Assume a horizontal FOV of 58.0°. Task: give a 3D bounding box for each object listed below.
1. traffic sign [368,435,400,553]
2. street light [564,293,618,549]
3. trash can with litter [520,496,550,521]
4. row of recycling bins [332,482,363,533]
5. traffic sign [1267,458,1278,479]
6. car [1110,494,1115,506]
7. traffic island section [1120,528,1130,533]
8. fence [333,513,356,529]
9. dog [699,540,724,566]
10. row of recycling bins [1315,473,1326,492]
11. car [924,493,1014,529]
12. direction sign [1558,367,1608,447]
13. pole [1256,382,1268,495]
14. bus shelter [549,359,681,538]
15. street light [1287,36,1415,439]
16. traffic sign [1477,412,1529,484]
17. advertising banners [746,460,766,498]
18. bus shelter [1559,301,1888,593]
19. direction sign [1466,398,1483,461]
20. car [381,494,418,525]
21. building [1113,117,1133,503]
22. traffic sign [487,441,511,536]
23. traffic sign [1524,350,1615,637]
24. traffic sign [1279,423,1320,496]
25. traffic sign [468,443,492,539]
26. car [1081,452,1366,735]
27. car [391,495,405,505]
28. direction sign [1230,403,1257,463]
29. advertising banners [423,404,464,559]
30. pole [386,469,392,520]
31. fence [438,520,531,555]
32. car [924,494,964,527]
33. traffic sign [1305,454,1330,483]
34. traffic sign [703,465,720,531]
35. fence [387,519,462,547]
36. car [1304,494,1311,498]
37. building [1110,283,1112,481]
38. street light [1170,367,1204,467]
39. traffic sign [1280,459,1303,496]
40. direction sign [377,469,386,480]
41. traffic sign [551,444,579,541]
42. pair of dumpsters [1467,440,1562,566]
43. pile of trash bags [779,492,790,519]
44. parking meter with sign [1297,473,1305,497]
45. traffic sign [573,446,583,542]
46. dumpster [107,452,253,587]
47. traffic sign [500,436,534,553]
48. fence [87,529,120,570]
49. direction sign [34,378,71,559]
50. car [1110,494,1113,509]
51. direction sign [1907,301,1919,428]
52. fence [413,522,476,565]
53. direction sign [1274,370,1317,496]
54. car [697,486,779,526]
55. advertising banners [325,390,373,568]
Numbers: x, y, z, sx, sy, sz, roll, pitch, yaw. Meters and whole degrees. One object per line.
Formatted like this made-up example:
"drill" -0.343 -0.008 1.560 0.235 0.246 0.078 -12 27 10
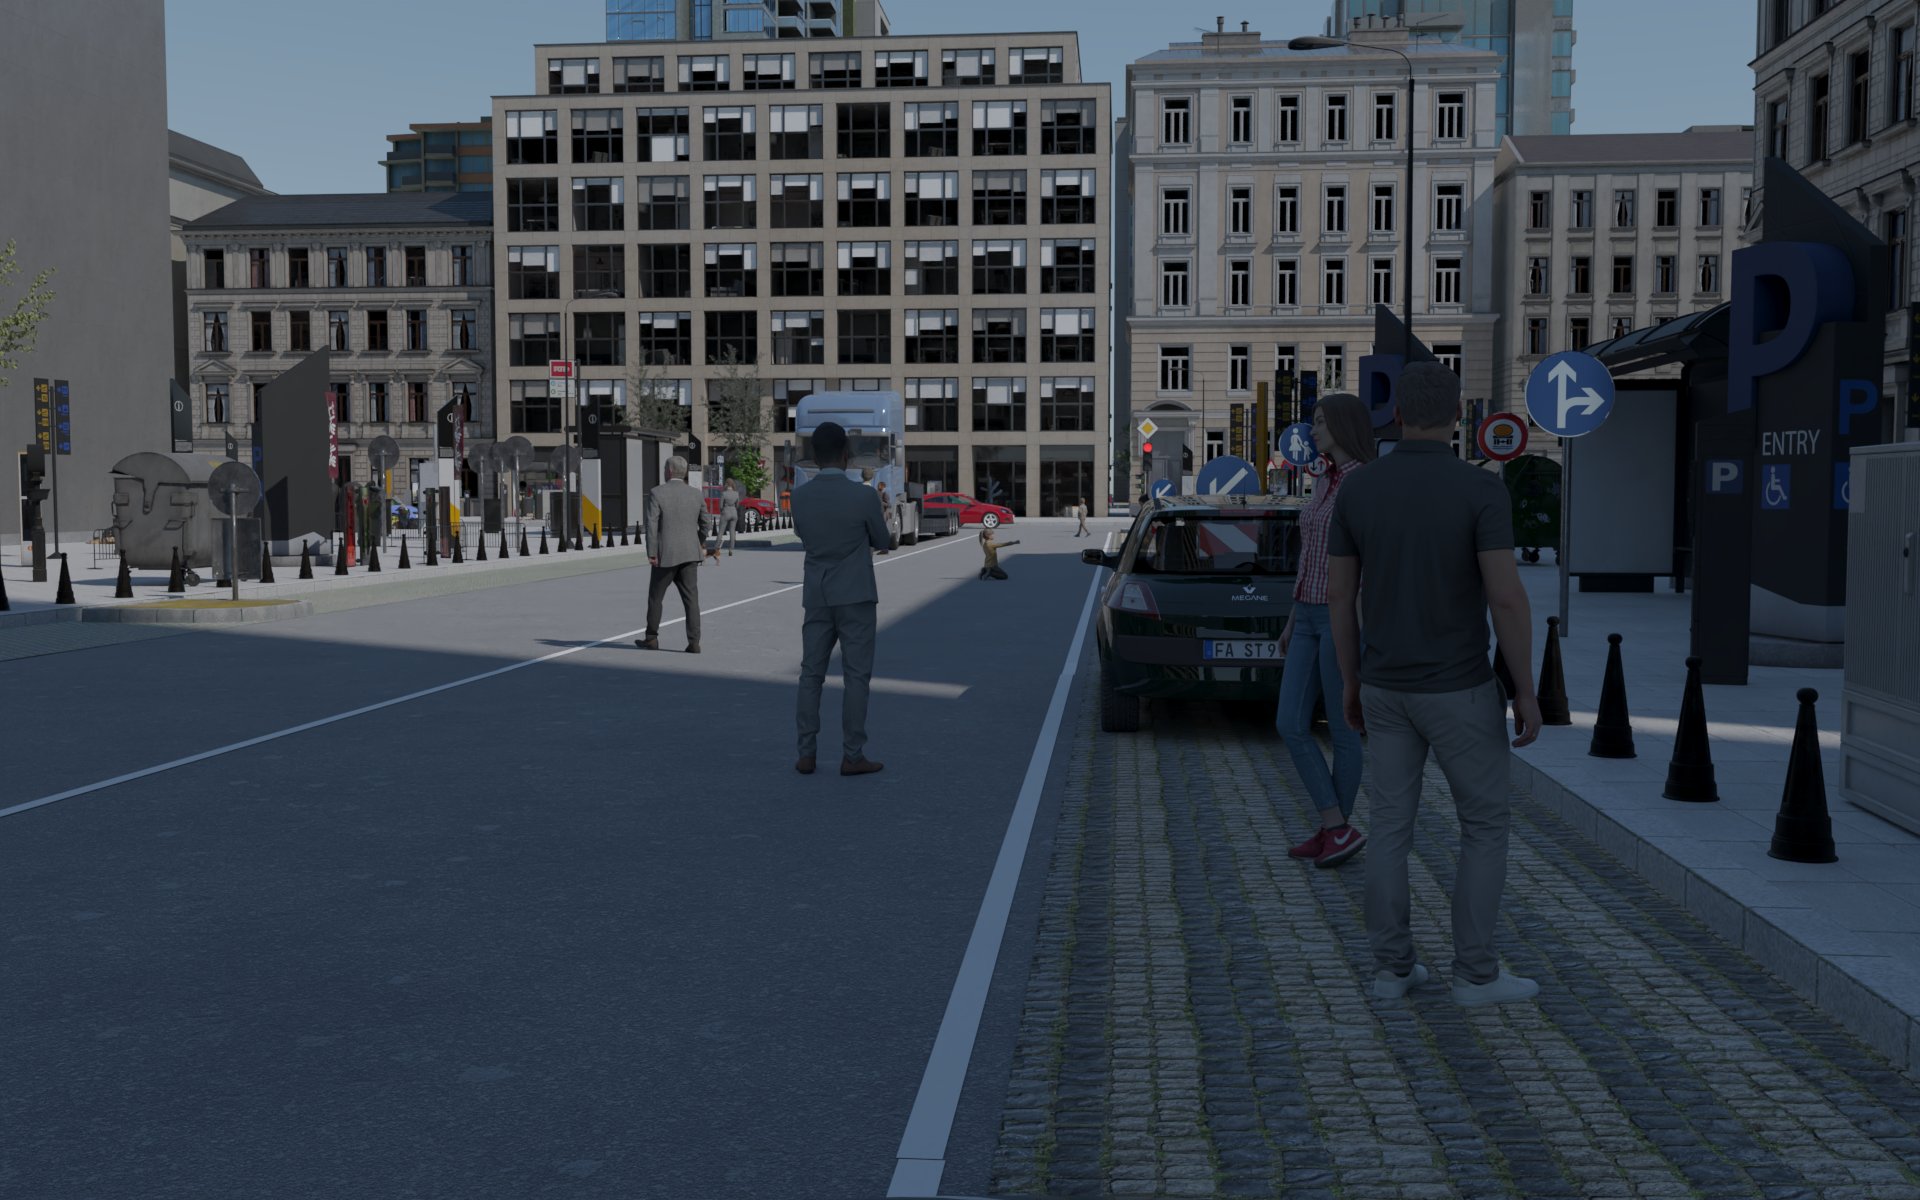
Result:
"traffic sign" -12.470 -2.285 37.463 0.768 2.556 0.104 1 4 13
"street light" -8.579 -4.134 40.136 1.470 5.913 1.316 0 4 5
"trash can with litter" -20.532 -4.464 84.046 2.233 1.210 1.678 -3 4 -37
"row of recycling bins" -21.536 -3.097 57.743 3.534 1.692 1.069 0 4 5
"traffic sign" 11.204 -3.818 62.429 0.884 2.594 0.081 0 4 7
"car" 18.275 -12.614 215.821 1.945 1.707 3.694 0 4 6
"traffic island section" 6.913 -2.539 63.796 2.009 0.180 2.903 0 4 5
"fence" -19.751 -2.419 54.931 2.069 0.683 0.278 -1 4 -23
"dog" -4.995 -0.938 34.621 0.406 0.507 0.540 1 4 12
"row of recycling bins" 6.716 -1.304 28.430 1.069 1.692 3.534 2 4 29
"car" 0.033 -3.872 72.340 4.494 1.783 2.155 0 4 5
"direction sign" 10.323 -2.249 28.764 0.876 3.537 0.379 -1 4 -13
"pole" 5.498 -2.306 31.552 0.158 3.312 0.155 0 3 0
"bus shelter" -10.913 -4.687 54.272 2.179 5.291 8.768 0 4 5
"street light" 4.025 -2.762 17.701 1.470 5.913 1.316 0 4 5
"traffic sign" 8.440 -1.644 26.986 0.768 2.556 0.104 1 4 13
"advertising banners" -10.963 -5.648 88.525 2.074 3.025 0.090 -1 4 -10
"bus shelter" 8.407 -1.595 20.008 2.014 3.302 5.546 0 4 5
"direction sign" 12.221 -3.011 41.223 0.379 3.537 0.876 0 4 -7
"car" -24.523 -3.864 72.770 3.694 1.707 1.945 0 4 5
"building" 37.252 -43.905 259.850 28.212 58.520 21.231 0 4 5
"traffic sign" -11.082 -2.559 41.947 0.768 2.556 0.104 0 4 6
"traffic sign" 5.420 -0.940 15.479 0.768 2.556 0.104 1 4 10
"traffic sign" 6.091 -1.891 31.031 0.768 2.556 0.104 0 4 8
"traffic sign" -12.008 -2.654 43.504 0.768 2.556 0.104 1 4 10
"car" 1.814 -0.117 11.702 2.009 1.686 4.222 0 4 5
"car" -27.757 -4.298 80.504 3.980 1.641 2.015 0 4 5
"direction sign" 7.150 -3.131 43.183 0.876 3.537 0.379 2 4 24
"advertising banners" -10.295 -2.346 34.552 0.090 3.025 2.074 -3 4 -38
"pole" -21.506 -4.362 65.160 0.158 3.312 0.155 0 3 0
"fence" -9.990 -1.291 36.482 2.069 0.683 0.278 1 4 20
"car" -1.496 -3.874 75.134 4.920 1.459 2.131 0 4 3
"traffic sign" 11.189 -3.314 54.293 0.768 2.556 0.104 0 4 7
"traffic sign" -8.730 -3.590 60.825 0.606 2.300 0.079 1 4 12
"fence" -12.865 -1.618 41.830 2.069 0.683 0.278 1 4 15
"car" 13.101 -3.411 67.560 4.920 1.459 2.131 0 4 4
"building" 11.524 -35.280 268.710 23.993 40.220 32.217 0 4 5
"street light" 8.371 -5.565 63.533 1.470 5.913 1.316 0 4 5
"traffic sign" 11.263 -3.592 58.834 0.768 2.556 0.104 1 4 9
"direction sign" -32.487 -6.440 97.294 0.876 3.537 0.379 3 5 44
"traffic sign" -10.148 -2.712 44.446 0.768 2.556 0.104 1 4 13
"pair of dumpsters" 10.287 -1.843 32.623 1.574 2.255 4.437 0 4 5
"pile of trash bags" -7.548 -4.815 88.482 3.447 1.369 1.912 -2 4 -24
"parking meter with sign" 12.245 -4.068 62.776 0.543 3.016 1.738 1 4 10
"traffic sign" -10.091 -2.814 46.122 0.768 2.556 0.104 0 4 8
"dumpster" -11.059 -1.156 24.663 1.264 1.857 1.865 0 4 5
"traffic sign" -9.658 -2.305 37.791 0.768 2.556 0.104 0 4 7
"fence" -14.408 -0.919 30.402 0.278 0.683 2.069 1 4 19
"direction sign" -17.889 -2.582 34.205 0.379 3.537 0.876 1 4 14
"car" 12.940 -9.235 159.667 2.281 1.827 5.304 0 4 6
"direction sign" 11.600 -1.748 20.576 0.876 3.537 0.379 -1 4 -17
"fence" -9.665 -1.050 32.536 0.278 0.683 2.069 0 4 6
"direction sign" 6.139 -2.429 31.719 0.876 3.537 0.379 -1 4 -20
"car" -10.885 -4.275 78.577 5.304 1.827 2.281 0 4 6
"advertising banners" -10.686 -2.086 30.292 0.090 3.025 2.074 0 4 1
